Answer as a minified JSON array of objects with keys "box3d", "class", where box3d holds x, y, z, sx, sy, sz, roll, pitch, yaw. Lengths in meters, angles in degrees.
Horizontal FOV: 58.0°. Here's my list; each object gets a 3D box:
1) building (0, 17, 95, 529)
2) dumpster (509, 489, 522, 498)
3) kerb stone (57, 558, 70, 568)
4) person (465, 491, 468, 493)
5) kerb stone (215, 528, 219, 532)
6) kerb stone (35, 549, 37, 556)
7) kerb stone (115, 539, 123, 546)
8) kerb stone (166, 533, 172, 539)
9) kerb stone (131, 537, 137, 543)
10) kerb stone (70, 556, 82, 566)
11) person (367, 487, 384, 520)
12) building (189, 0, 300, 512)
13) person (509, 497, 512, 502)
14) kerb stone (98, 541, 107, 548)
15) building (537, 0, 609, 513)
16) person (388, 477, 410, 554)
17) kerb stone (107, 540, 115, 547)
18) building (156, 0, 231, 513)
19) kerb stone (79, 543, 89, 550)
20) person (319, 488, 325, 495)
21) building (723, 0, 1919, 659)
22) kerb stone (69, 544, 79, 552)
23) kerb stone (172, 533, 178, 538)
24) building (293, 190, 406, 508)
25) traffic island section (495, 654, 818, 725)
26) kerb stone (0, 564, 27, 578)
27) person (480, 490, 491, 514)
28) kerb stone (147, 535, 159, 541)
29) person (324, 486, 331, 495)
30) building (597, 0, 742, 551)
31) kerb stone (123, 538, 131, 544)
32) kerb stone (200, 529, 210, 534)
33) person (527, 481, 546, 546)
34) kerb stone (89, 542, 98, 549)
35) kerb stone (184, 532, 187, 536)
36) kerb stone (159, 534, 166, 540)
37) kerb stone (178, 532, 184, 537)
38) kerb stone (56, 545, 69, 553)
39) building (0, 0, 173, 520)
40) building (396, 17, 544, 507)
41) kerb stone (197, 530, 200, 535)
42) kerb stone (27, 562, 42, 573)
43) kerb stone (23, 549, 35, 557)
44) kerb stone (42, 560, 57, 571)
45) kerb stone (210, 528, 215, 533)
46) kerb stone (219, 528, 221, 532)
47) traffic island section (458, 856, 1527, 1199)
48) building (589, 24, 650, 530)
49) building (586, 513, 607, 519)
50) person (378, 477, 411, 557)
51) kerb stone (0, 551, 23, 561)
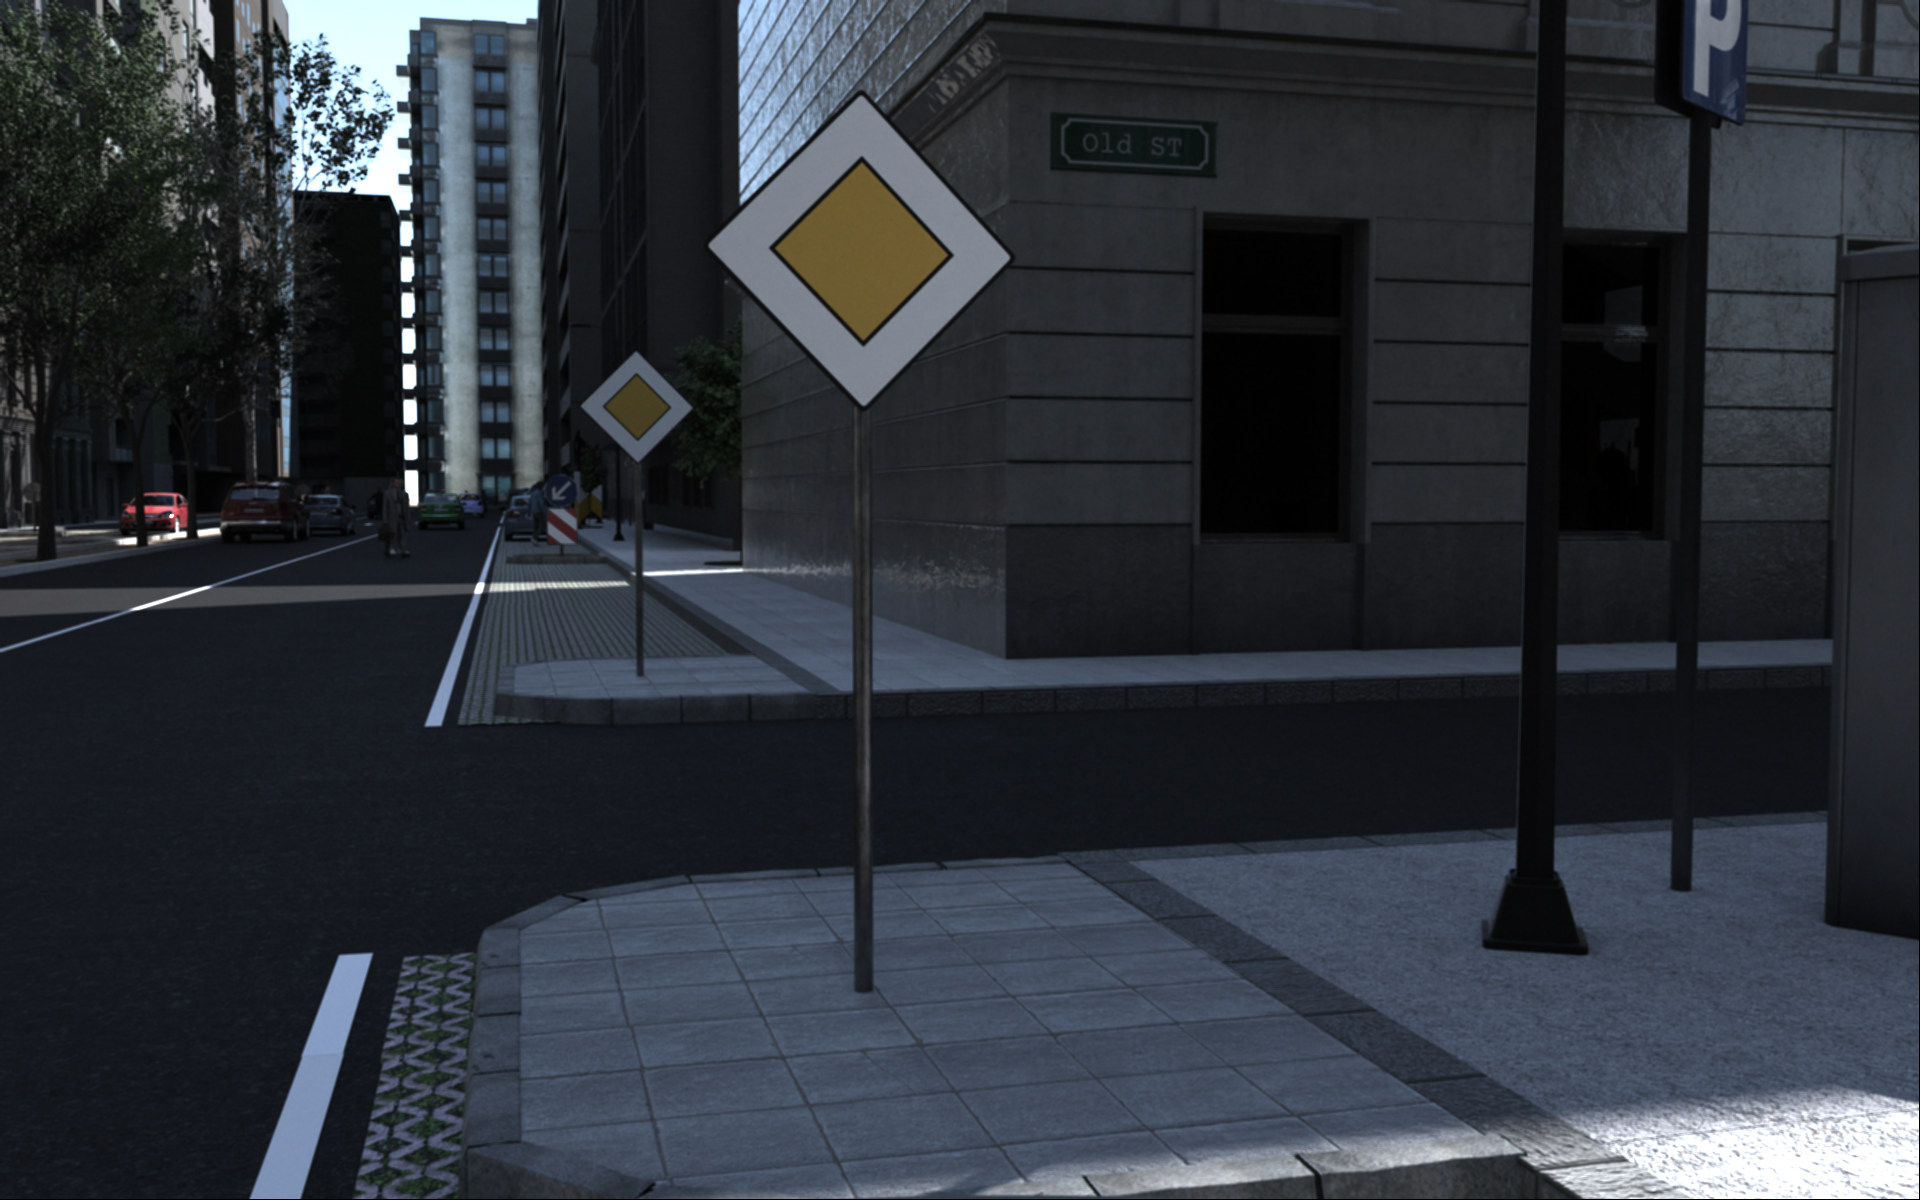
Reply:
[{"box3d":[-40.528,-13.268,66.089,9.793,20.994,18.267,-1,4,-14],"class":"building"},{"box3d":[-37.429,-8.506,147.281,1.865,1.857,1.264,-1,4,-15],"class":"dumpster"},{"box3d":[-17.565,-0.704,33.698,0.120,0.150,1.000,-1,4,-14],"class":"kerb stone"},{"box3d":[-44.435,-8.947,155.576,0.721,1.735,1.217,1,4,12],"class":"person"},{"box3d":[-27.578,-2.552,63.927,0.120,0.150,1.000,-1,4,-14],"class":"kerb stone"},{"box3d":[-21.397,-1.096,40.120,0.120,0.150,1.000,-1,4,-14],"class":"kerb stone"},{"box3d":[-23.456,-1.581,48.052,0.120,0.150,1.000,-1,4,-14],"class":"kerb stone"},{"box3d":[-25.259,-2.006,54.993,0.120,0.150,1.000,-1,4,-14],"class":"kerb stone"},{"box3d":[-23.974,-1.702,50.031,0.120,0.150,1.000,-1,4,-14],"class":"kerb stone"},{"box3d":[-17.829,-0.764,34.685,0.120,0.150,1.000,-1,4,-14],"class":"kerb stone"},{"box3d":[-32.060,-5.328,95.640,1.348,1.821,0.705,-1,4,-23],"class":"person"},{"box3d":[-63.942,-30.244,144.596,14.200,45.320,14.600,-1,4,-14],"class":"building"},{"box3d":[-19.368,-3.814,75.145,0.394,1.301,0.425,-1,4,-17],"class":"person"},{"box3d":[-22.943,-1.453,46.073,0.120,0.150,1.000,-1,4,-14],"class":"kerb stone"},{"box3d":[-25.263,-32.202,150.201,21.300,48.544,21.600,-1,4,-14],"class":"building"},{"box3d":[-13.486,-2.018,41.463,0.573,1.828,0.580,0,4,-1],"class":"person"},{"box3d":[-23.201,-1.521,47.062,0.120,0.150,1.000,-1,4,-14],"class":"kerb stone"},{"box3d":[-60.275,-31.403,102.673,28.713,52.752,27.495,-1,4,-14],"class":"building"},{"box3d":[-22.431,-1.339,44.085,0.120,0.150,1.000,-1,4,-14],"class":"kerb stone"},{"box3d":[-33.753,-5.054,91.795,0.551,1.740,0.621,-2,4,-23],"class":"person"},{"box3d":[19.127,-15.235,25.503,44.131,29.872,17.030,-1,4,-14],"class":"building"},{"box3d":[-22.173,-1.276,43.095,0.120,0.150,1.000,-1,4,-14],"class":"kerb stone"},{"box3d":[-25.518,-2.067,55.989,0.120,0.150,1.000,-1,4,-14],"class":"kerb stone"},{"box3d":[-61.522,-24.219,167.676,14.107,30.474,14.160,-1,4,-14],"class":"building"},{"box3d":[-2.236,0.615,12.228,2.009,0.180,2.903,-1,4,-14],"class":"traffic island section"},{"box3d":[-16.796,-0.522,30.725,0.120,0.150,1.000,-1,4,-14],"class":"kerb stone"},{"box3d":[-34.390,-7.096,125.239,0.721,1.735,1.217,2,4,33],"class":"person"},{"box3d":[-24.741,-1.883,53.001,0.120,0.150,1.000,-1,4,-14],"class":"kerb stone"},{"box3d":[-28.383,-4.219,77.662,0.709,1.800,0.728,3,4,37],"class":"person"},{"box3d":[-2.906,-15.730,50.691,14.314,27.812,24.014,-1,4,-14],"class":"building"},{"box3d":[-23.712,-1.642,49.042,0.120,0.150,1.000,-1,4,-14],"class":"kerb stone"},{"box3d":[-27.068,-2.425,61.945,0.120,0.150,1.000,-1,4,-14],"class":"kerb stone"},{"box3d":[-11.542,-2.347,47.223,0.444,1.785,0.601,-3,5,-40],"class":"person"},{"box3d":[-22.688,-1.391,45.075,0.120,0.150,1.000,-1,4,-14],"class":"kerb stone"},{"box3d":[-26.042,-2.188,57.973,0.120,0.150,1.000,-1,4,-14],"class":"kerb stone"},{"box3d":[-25.002,-1.943,53.990,0.120,0.150,1.000,-1,4,-14],"class":"kerb stone"},{"box3d":[-25.776,-2.125,56.978,0.120,0.150,1.000,-1,4,-14],"class":"kerb stone"},{"box3d":[-21.915,-1.217,42.098,0.120,0.150,1.000,-1,4,-14],"class":"kerb stone"},{"box3d":[-47.935,-24.537,84.779,14.154,41.232,14.086,-1,4,-14],"class":"building"},{"box3d":[-41.270,-34.138,177.764,30.456,49.044,23.786,-1,4,-14],"class":"building"},{"box3d":[-26.548,-2.310,59.963,0.120,0.150,1.000,-1,4,-14],"class":"kerb stone"},{"box3d":[-17.053,-0.582,31.718,0.120,0.150,1.000,-1,4,-14],"class":"kerb stone"},{"box3d":[-21.147,-1.036,39.128,0.120,0.150,1.000,-1,4,-14],"class":"kerb stone"},{"box3d":[-17.305,-0.643,32.709,0.120,0.150,1.000,-1,4,-14],"class":"kerb stone"},{"box3d":[-27.318,-2.492,62.936,0.120,0.150,1.000,-1,4,-14],"class":"kerb stone"},{"box3d":[-27.830,-2.614,64.929,0.120,0.150,1.000,-1,4,-14],"class":"kerb stone"},{"box3d":[-0.231,1.088,4.498,2.009,0.180,2.903,-1,4,-14],"class":"traffic island section"},{"box3d":[-8.974,-16.963,74.616,12.463,27.353,25.104,-1,4,-14],"class":"building"},{"box3d":[-12.648,-29.257,102.047,21.300,48.544,21.600,-1,4,-14],"class":"building"},{"box3d":[-12.759,-1.870,39.178,0.694,1.812,0.767,-3,5,-44],"class":"person"},{"box3d":[-20.890,-0.972,38.138,0.120,0.150,1.000,-1,4,-14],"class":"kerb stone"}]
